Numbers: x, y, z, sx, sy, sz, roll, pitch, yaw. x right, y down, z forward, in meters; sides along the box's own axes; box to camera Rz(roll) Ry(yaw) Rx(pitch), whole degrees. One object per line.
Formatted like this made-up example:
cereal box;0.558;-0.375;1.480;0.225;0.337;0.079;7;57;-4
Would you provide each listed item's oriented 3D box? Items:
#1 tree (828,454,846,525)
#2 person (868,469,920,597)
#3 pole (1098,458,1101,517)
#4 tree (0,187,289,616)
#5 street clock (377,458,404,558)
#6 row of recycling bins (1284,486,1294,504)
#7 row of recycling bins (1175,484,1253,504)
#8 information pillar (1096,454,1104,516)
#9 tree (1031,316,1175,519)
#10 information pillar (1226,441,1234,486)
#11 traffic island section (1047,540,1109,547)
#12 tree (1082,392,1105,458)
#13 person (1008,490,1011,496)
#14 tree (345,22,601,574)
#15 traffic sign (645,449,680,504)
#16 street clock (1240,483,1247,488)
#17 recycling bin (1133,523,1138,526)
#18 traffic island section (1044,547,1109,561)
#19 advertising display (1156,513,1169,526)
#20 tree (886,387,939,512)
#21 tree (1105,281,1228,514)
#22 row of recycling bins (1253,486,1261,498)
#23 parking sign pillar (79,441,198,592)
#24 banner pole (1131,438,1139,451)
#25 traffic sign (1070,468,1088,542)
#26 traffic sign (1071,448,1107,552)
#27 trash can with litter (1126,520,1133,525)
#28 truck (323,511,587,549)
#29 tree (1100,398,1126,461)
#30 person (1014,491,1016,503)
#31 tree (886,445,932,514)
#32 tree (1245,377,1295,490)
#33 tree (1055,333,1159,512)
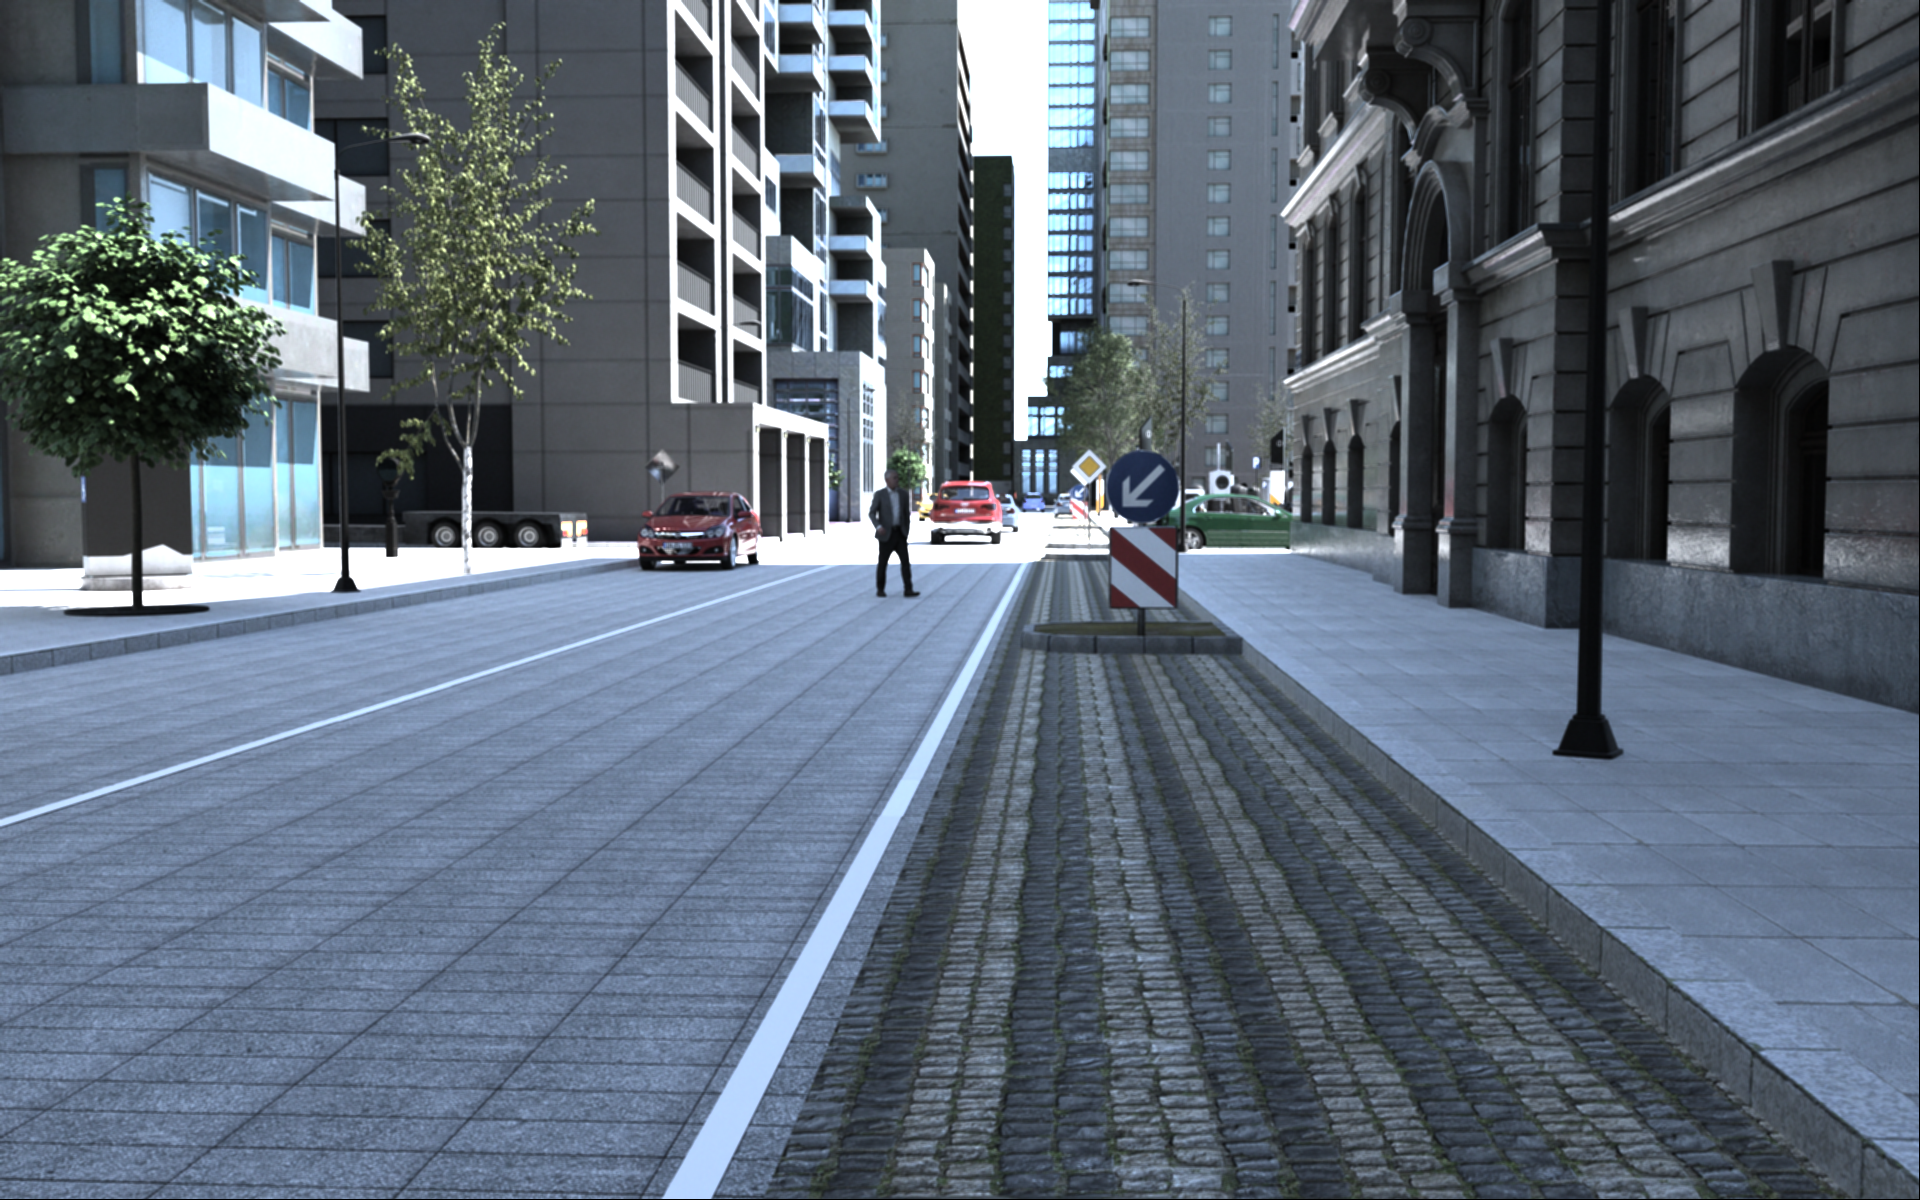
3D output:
tree;-5.536;-4.740;72.099;1.663;3.219;1.824;0;3;0
person;-0.902;-0.925;24.022;0.661;1.777;0.834;-3;4;-36
pole;7.866;-6.343;97.557;0.158;3.312;0.155;0;3;0
tree;-9.033;-2.139;18.692;4.285;4.588;4.351;0;3;0
street clock;-11.472;-1.856;34.923;0.471;2.002;0.358;1;4;13
row of recycling bins;14.950;-4.112;74.339;3.534;1.692;1.069;2;4;34
row of recycling bins;10.493;-4.072;73.686;3.534;1.692;1.069;-1;4;-10
information pillar;8.080;-6.653;100.127;0.504;3.616;0.183;-2;4;-35
tree;7.928;-9.561;90.742;7.601;10.594;8.767;2;4;33
information pillar;11.789;-5.166;75.813;0.183;3.616;0.504;-2;4;-26
traffic island section;3.348;-1.469;46.294;2.009;0.180;2.903;0;4;3
tree;9.819;-9.773;110.150;4.360;8.622;3.978;0;3;0
person;5.172;-10.421;178.872;0.705;1.826;1.348;1;4;18
tree;-7.926;-4.739;27.847;4.737;8.622;4.395;0;3;0
traffic sign;-6.673;-2.152;38.827;0.795;2.450;0.064;0;4;3
street clock;18.447;-6.620;112.806;0.471;2.002;0.358;-2;4;-30
recycling bin;5.784;-2.483;53.155;0.722;1.027;0.722;-3;5;-40
traffic island section;2.877;-0.981;38.322;2.009;0.180;2.903;0;4;3
advertising display;4.212;-1.883;35.999;0.123;1.923;0.974;1;4;15
tree;-3.435;-10.293;118.652;4.360;8.622;3.978;0;3;0
tree;7.365;-6.747;60.679;4.360;8.622;3.978;0;3;0
row of recycling bins;14.403;-5.133;91.036;1.069;1.692;3.534;-3;5;-39
parking sign pillar;-11.107;-2.131;23.315;1.447;3.967;1.447;-2;4;-35
banner pole;7.905;-5.357;77.598;0.401;3.779;0.863;-3;5;-43
traffic sign;3.324;-2.604;46.218;0.795;2.450;0.064;0;4;3
traffic sign;2.853;-2.116;38.246;0.795;2.450;0.064;0;4;3
trash can with litter;7.377;-3.769;73.012;0.624;1.170;1.055;-1;4;-18
truck;-19.098;-3.329;44.193;18.799;4.110;2.967;0;4;3
tree;11.631;-11.033;130.744;4.737;8.622;4.395;0;3;0
person;6.354;-11.625;198.510;0.705;1.831;1.348;0;4;2
tree;-3.510;-7.915;113.127;4.285;4.588;4.351;0;3;0
tree;19.690;-9.671;108.488;4.360;8.622;3.978;0;3;0
tree;10.468;-12.506;122.597;7.486;12.596;7.792;0;3;0
